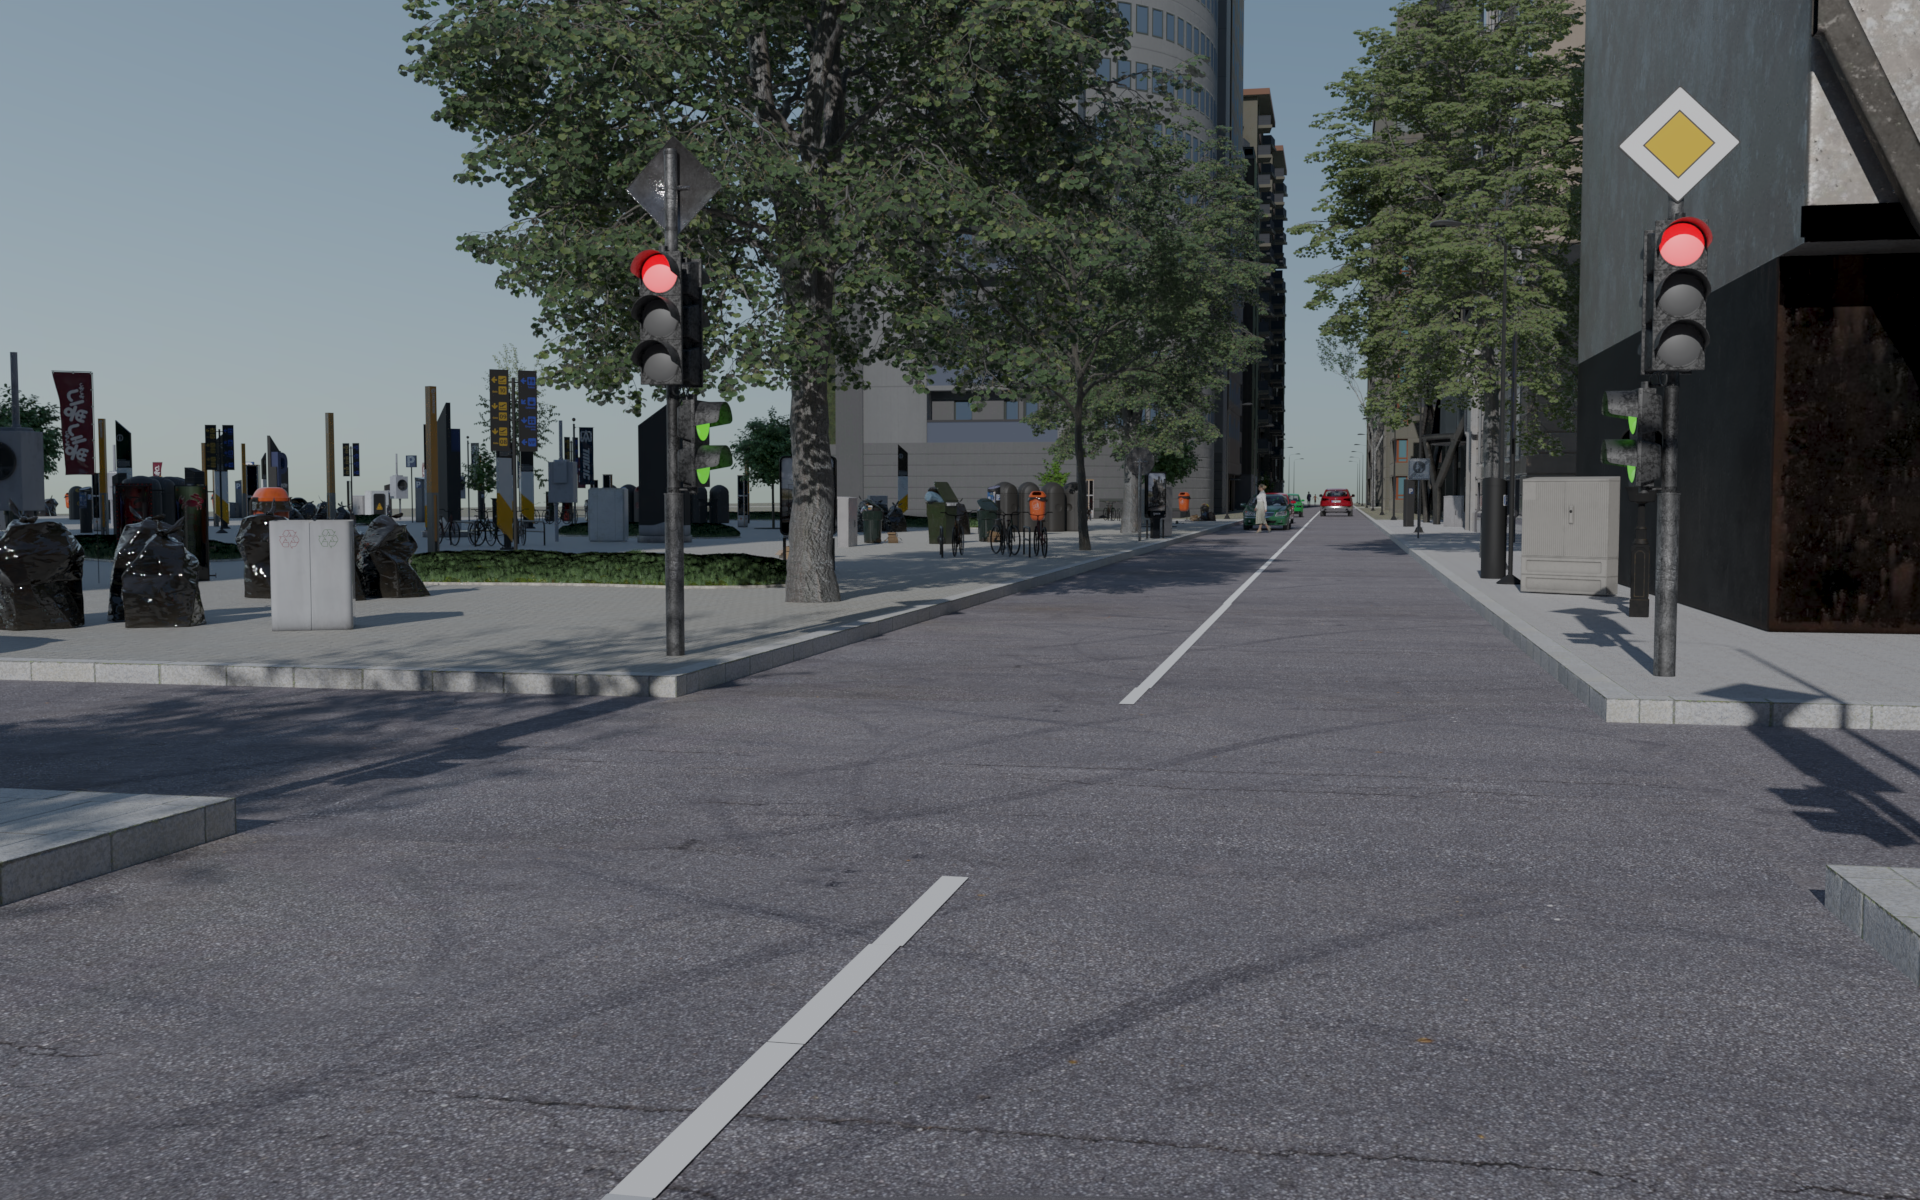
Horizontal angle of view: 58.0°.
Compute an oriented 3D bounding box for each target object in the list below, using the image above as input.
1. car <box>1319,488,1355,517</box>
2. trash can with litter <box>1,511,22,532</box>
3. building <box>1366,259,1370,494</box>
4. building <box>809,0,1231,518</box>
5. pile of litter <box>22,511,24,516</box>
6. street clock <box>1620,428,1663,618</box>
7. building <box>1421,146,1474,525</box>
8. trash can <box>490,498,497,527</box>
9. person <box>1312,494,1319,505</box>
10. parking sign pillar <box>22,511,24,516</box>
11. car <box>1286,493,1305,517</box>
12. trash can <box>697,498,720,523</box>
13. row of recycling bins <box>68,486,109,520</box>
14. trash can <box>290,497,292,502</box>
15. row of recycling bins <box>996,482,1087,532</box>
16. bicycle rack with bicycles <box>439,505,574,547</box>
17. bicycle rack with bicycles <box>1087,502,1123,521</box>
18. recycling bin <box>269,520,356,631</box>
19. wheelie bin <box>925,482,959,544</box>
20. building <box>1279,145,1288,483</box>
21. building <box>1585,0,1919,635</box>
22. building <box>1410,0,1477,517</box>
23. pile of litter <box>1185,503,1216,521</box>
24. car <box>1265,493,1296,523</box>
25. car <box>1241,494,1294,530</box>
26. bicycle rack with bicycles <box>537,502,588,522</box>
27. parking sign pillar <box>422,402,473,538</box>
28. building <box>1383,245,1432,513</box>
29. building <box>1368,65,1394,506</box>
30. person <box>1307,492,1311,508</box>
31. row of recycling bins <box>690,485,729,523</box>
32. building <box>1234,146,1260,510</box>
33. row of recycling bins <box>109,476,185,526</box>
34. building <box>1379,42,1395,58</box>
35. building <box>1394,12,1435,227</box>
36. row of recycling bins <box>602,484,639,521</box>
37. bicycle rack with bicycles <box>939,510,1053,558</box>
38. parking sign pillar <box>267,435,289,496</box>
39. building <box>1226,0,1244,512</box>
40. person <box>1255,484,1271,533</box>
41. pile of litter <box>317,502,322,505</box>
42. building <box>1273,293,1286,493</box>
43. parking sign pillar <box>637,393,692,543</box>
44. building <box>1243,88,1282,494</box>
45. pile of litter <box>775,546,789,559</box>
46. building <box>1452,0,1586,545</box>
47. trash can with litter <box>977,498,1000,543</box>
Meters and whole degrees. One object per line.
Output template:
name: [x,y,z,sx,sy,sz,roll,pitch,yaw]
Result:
car: [24.354,-6.316,111.947,2.281,1.827,5.304,1,4,13]
trash can with litter: [-30.942,-2.734,56.082,1.055,1.170,0.624,-2,4,-28]
building: [55.480,-26.524,205.361,14.160,30.474,14.107,1,4,12]
building: [4.651,-34.324,103.194,21.231,58.520,28.212,1,4,12]
pile of litter: [-40.123,-3.635,73.397,1.719,0.858,1.176,-3,5,-42]
street clock: [7.095,-0.824,18.037,0.471,2.002,0.358,2,4,25]
building: [28.489,-12.662,74.474,16.820,18.784,16.811,1,4,12]
trash can: [-16.866,-3.177,63.599,0.748,1.137,0.748,0,3,0]
person: [45.991,-12.990,224.149,0.557,1.426,1.065,-3,4,-36]
parking sign pillar: [-44.058,-5.646,80.781,1.447,3.967,1.447,3,4,38]
car: [20.468,-6.058,107.851,1.959,1.807,4.718,1,4,11]
trash can: [-8.316,-2.787,57.219,0.748,1.137,0.748,0,3,0]
row of recycling bins: [-43.047,-4.906,87.334,3.534,1.692,1.069,-1,4,-12]
trash can: [-35.030,-4.788,89.940,0.748,1.137,0.748,0,3,0]
row of recycling bins: [2.733,-3.160,58.771,3.534,1.692,1.069,-2,4,-27]
bicycle rack with bicycles: [-11.590,-1.818,43.110,2.852,0.926,2.925,-2,4,-34]
bicycle rack with bicycles: [6.824,-4.242,82.745,2.852,0.926,2.925,0,4,3]
recycling bin: [-6.186,-0.246,16.576,0.722,1.027,0.722,-1,4,-17]
wheelie bin: [-0.499,-2.238,44.499,0.693,1.594,0.980,2,4,32]
building: [29.020,-34.260,214.771,22.147,44.769,28.867,1,4,12]
building: [16.755,-9.253,18.745,16.811,18.784,16.820,1,4,12]
building: [37.369,-27.135,98.275,22.147,44.769,28.867,1,4,12]
pile of litter: [11.454,-4.185,82.386,1.719,0.858,1.176,-1,4,-14]
car: [15.219,-4.583,83.966,2.155,1.783,4.494,1,4,14]
car: [12.507,-3.583,70.381,2.131,1.459,4.920,1,4,12]
bicycle rack with bicycles: [-17.259,-3.736,74.460,2.852,0.926,2.925,-3,4,-37]
parking sign pillar: [-15.309,-3.861,51.600,1.447,3.967,1.447,-3,4,-36]
building: [45.823,-17.280,127.572,27.650,21.520,28.899,1,4,12]
building: [55.151,-34.391,185.988,21.300,48.544,21.600,1,4,12]
person: [37.176,-10.708,184.499,0.541,1.710,0.530,0,4,-6]
row of recycling bins: [-11.892,-4.212,75.986,3.534,1.692,1.069,-1,4,-16]
building: [19.007,-23.336,153.242,14.160,30.474,14.107,1,4,12]
row of recycling bins: [-18.420,-2.008,39.948,1.069,1.692,3.534,-1,4,-9]
building: [64.516,-41.722,224.158,21.231,58.520,28.212,1,4,12]
building: [44.400,-28.479,149.232,14.154,41.232,14.086,1,4,12]
row of recycling bins: [-13.409,-3.943,71.579,3.534,1.692,1.069,2,4,29]
bicycle rack with bicycles: [0.628,-1.378,35.916,2.852,0.926,2.925,0,4,0]
parking sign pillar: [-31.562,-5.610,80.194,1.447,3.967,1.447,0,4,2]
building: [12.899,-29.006,124.359,14.600,45.320,14.200,1,4,12]
person: [11.098,-3.345,63.411,0.641,1.798,0.478,0,4,5]
pile of litter: [-34.880,-4.907,94.194,1.719,0.858,1.176,2,4,33]
building: [36.828,-28.365,235.462,14.160,30.474,14.107,1,4,12]
parking sign pillar: [-7.849,-3.514,45.934,1.447,3.967,1.447,1,4,12]
building: [22.296,-32.499,185.978,22.147,44.769,28.867,1,4,12]
pile of litter: [-3.135,-1.247,34.349,1.176,0.858,1.719,1,4,20]
building: [22.180,-16.188,50.584,13.634,28.700,20.117,1,4,12]
trash can with litter: [0.869,-2.131,46.223,0.624,1.170,1.055,-2,4,-25]
